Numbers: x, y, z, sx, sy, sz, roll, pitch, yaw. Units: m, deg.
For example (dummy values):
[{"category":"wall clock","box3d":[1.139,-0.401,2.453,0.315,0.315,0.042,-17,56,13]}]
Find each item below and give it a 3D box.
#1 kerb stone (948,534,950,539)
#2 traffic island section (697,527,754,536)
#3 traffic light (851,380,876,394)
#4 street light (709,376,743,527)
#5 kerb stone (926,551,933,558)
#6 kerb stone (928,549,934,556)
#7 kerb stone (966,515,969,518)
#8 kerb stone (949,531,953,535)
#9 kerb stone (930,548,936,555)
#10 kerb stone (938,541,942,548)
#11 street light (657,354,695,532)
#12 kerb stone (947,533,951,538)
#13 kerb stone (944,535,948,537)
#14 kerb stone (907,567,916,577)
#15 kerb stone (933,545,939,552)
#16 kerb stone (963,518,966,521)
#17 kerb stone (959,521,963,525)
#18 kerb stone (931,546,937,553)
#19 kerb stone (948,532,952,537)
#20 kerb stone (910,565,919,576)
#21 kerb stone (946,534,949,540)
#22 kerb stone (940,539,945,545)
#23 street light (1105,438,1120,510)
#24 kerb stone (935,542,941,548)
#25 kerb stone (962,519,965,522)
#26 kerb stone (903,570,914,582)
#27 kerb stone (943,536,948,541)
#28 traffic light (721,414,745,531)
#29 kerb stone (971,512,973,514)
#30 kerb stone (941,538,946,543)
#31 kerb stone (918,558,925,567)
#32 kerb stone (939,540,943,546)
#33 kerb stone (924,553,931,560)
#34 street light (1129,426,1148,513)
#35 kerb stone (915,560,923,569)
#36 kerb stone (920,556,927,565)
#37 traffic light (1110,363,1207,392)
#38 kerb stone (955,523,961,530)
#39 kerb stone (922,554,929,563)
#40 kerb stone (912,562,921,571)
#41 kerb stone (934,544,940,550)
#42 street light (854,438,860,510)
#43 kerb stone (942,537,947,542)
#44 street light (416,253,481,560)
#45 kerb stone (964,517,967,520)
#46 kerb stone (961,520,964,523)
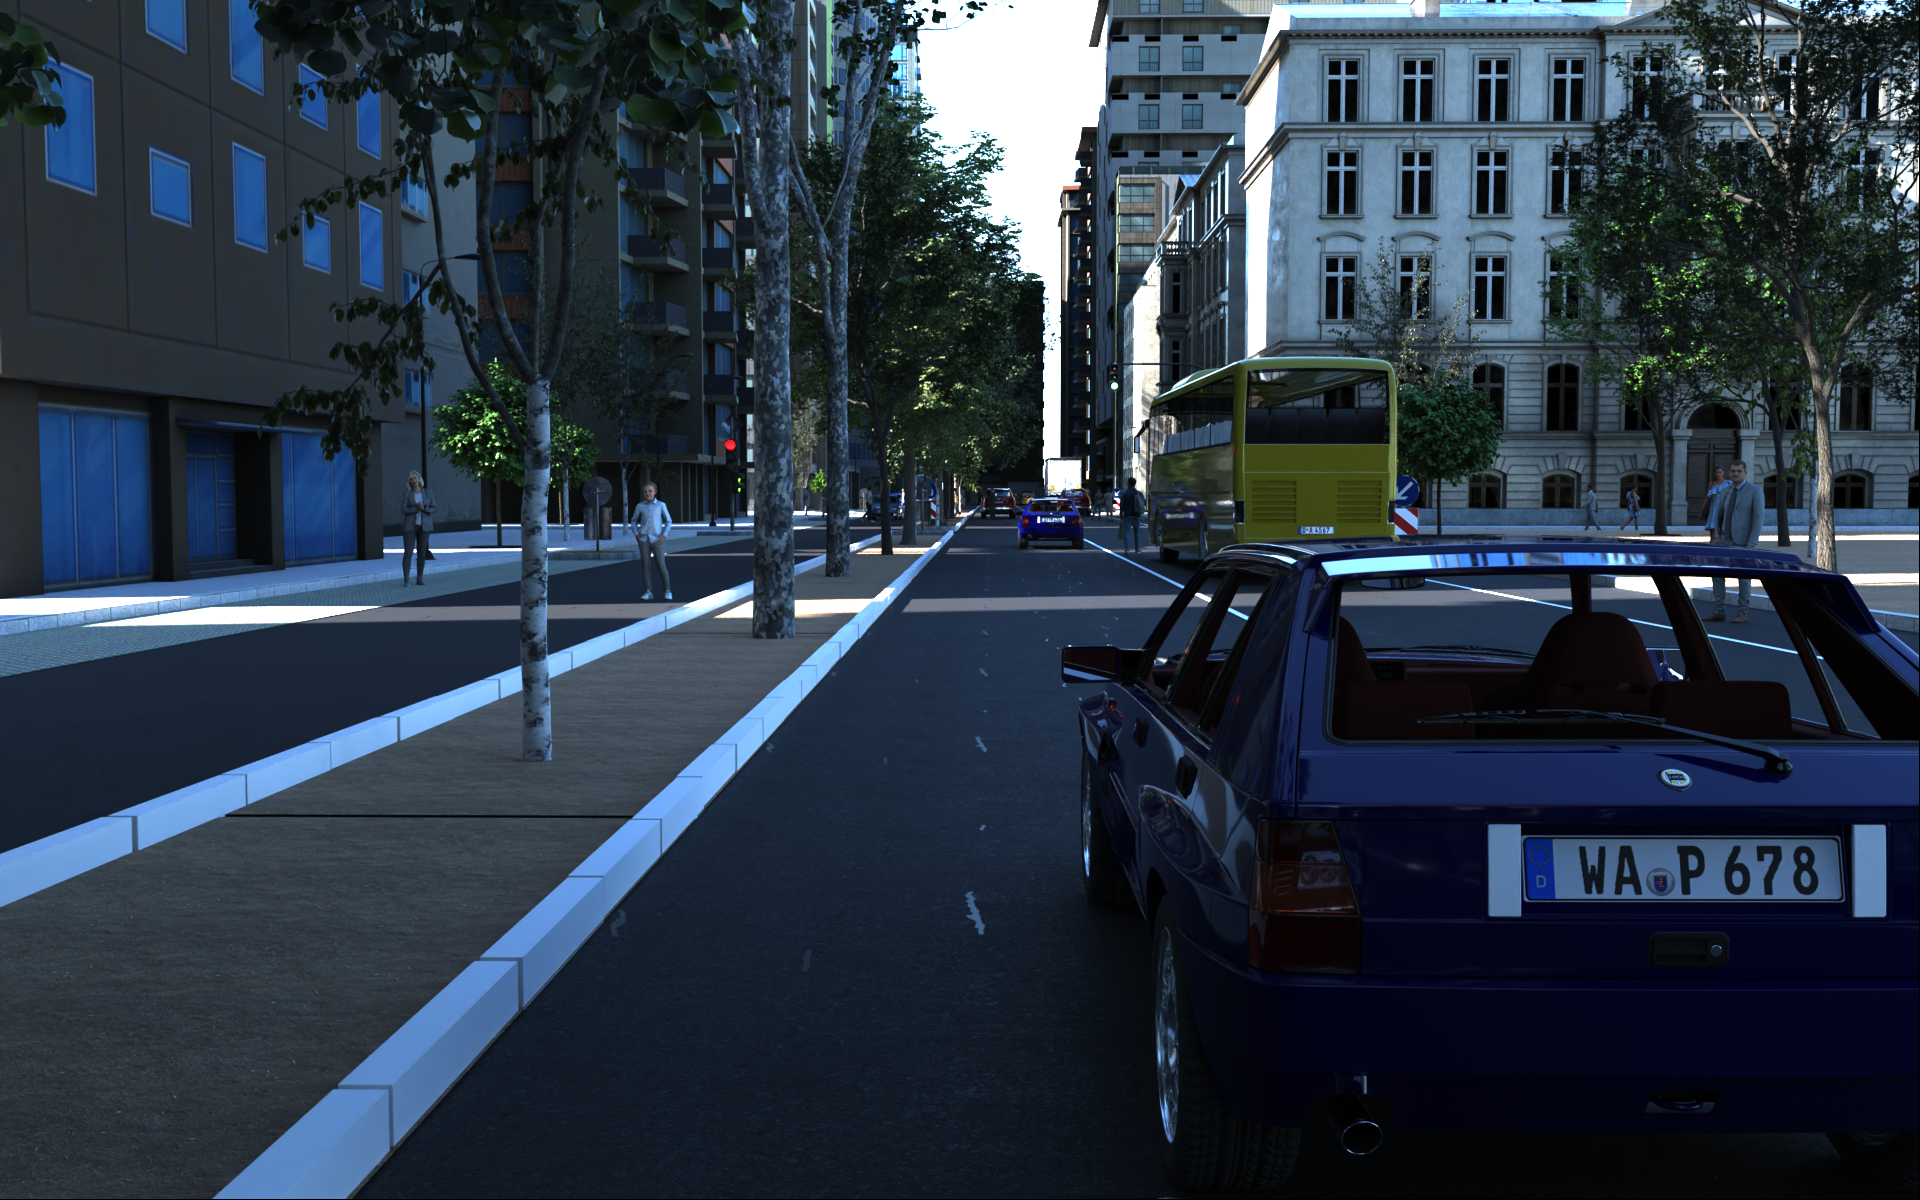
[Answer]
[{"category":"kerb stone","box3d":[-0.450,-1.849,52.422,0.120,0.150,1.000,0,4,1]},{"category":"traffic island section","box3d":[-7.965,-2.337,60.489,2.009,0.180,2.903,0,4,1]},{"category":"traffic light","box3d":[-5.693,-5.729,68.336,4.771,5.953,1.251,0,4,1]},{"category":"street light","box3d":[-9.254,-5.865,68.434,1.470,5.913,1.316,0,4,1]},{"category":"kerb stone","box3d":[-0.717,-0.908,37.047,0.120,0.150,1.000,0,4,1]},{"category":"kerb stone","box3d":[-0.699,-0.968,38.071,0.120,0.150,1.000,0,4,1]},{"category":"kerb stone","box3d":[0.277,-4.390,93.973,0.120,0.150,1.000,0,4,1]},{"category":"kerb stone","box3d":[-0.392,-2.036,55.490,0.120,0.150,1.000,0,4,1]},{"category":"kerb stone","box3d":[-0.683,-1.033,39.092,0.120,0.150,1.000,0,4,1]},{"category":"kerb stone","box3d":[-0.587,-1.347,44.215,0.120,0.150,1.000,0,4,1]},{"category":"street light","box3d":[-9.475,-5.193,57.455,1.470,5.913,1.316,0,4,1]},{"category":"kerb stone","box3d":[-0.425,-1.911,53.444,0.120,0.150,1.000,0,4,1]},{"category":"kerb stone","box3d":[-0.480,-1.724,50.377,0.120,0.150,1.000,0,4,1]},{"category":"kerb stone","box3d":[-0.861,-0.405,28.847,0.120,0.150,1.000,0,4,1]},{"category":"kerb stone","box3d":[-0.637,-1.155,41.136,0.120,0.150,1.000,0,4,1]},{"category":"kerb stone","box3d":[0.083,-3.701,82.711,0.120,0.150,1.000,0,4,1]},{"category":"kerb stone","box3d":[-0.057,-3.199,74.505,0.120,0.150,1.000,0,4,1]},{"category":"kerb stone","box3d":[-0.659,-1.095,40.114,0.120,0.150,1.000,0,4,1]},{"category":"kerb stone","box3d":[-0.405,-1.974,54.465,0.120,0.150,1.000,0,4,1]},{"category":"kerb stone","box3d":[-0.837,-0.463,29.874,0.120,0.150,1.000,0,4,1]},{"category":"kerb stone","box3d":[-0.461,-1.786,51.398,0.120,0.150,1.000,0,4,1]},{"category":"kerb stone","box3d":[-0.547,-1.471,46.263,0.120,0.150,1.000,0,4,1]},{"category":"street light","box3d":[12.660,-10.431,143.087,1.470,5.913,1.316,0,4,1]},{"category":"kerb stone","box3d":[-0.607,-1.283,43.179,0.120,0.150,1.000,0,4,1]},{"category":"kerb stone","box3d":[0.025,-3.513,79.628,0.120,0.150,1.000,0,4,1]},{"category":"kerb stone","box3d":[-0.869,-0.341,27.824,0.120,0.150,1.000,0,4,1]},{"category":"kerb stone","box3d":[-0.493,-1.660,49.344,0.120,0.150,1.000,0,4,1]},{"category":"traffic light","box3d":[-7.925,-4.369,60.353,0.839,4.253,0.868,0,4,1]},{"category":"kerb stone","box3d":[0.574,-5.394,110.383,0.120,0.150,1.000,0,4,1]},{"category":"kerb stone","box3d":[-0.533,-1.535,47.295,0.120,0.150,1.000,0,4,1]},{"category":"kerb stone","box3d":[-0.789,-0.658,32.950,0.120,0.150,1.000,0,4,1]},{"category":"kerb stone","box3d":[-0.571,-1.410,45.242,0.120,0.150,1.000,0,4,1]},{"category":"kerb stone","box3d":[-0.733,-0.842,36.022,0.120,0.150,1.000,0,4,1]},{"category":"street light","box3d":[12.276,-8.958,119.003,1.470,5.913,1.316,0,4,1]},{"category":"kerb stone","box3d":[-0.804,-0.595,31.921,0.120,0.150,1.000,0,4,1]},{"category":"kerb stone","box3d":[-0.766,-0.720,33.971,0.120,0.150,1.000,0,4,1]},{"category":"traffic light","box3d":[7.540,-5.217,59.959,4.771,5.953,1.251,0,4,1]},{"category":"kerb stone","box3d":[-0.139,-2.942,70.403,0.120,0.150,1.000,0,4,1]},{"category":"kerb stone","box3d":[-0.749,-0.783,34.999,0.120,0.150,1.000,0,4,1]},{"category":"kerb stone","box3d":[-0.816,-0.532,30.900,0.120,0.150,1.000,0,4,1]},{"category":"kerb stone","box3d":[-0.627,-1.219,42.158,0.120,0.150,1.000,0,4,1]},{"category":"street light","box3d":[-7.932,-10.273,140.498,1.470,5.913,1.316,0,4,1]},{"category":"kerb stone","box3d":[-0.512,-1.598,48.316,0.120,0.150,1.000,0,4,1]},{"category":"street light","box3d":[-9.879,-3.734,33.591,1.470,5.913,1.316,0,4,1]},{"category":"kerb stone","box3d":[0.138,-3.889,85.781,0.120,0.150,1.000,0,4,1]},{"category":"kerb stone","box3d":[-0.009,-3.387,77.573,0.120,0.150,1.000,0,4,1]}]
